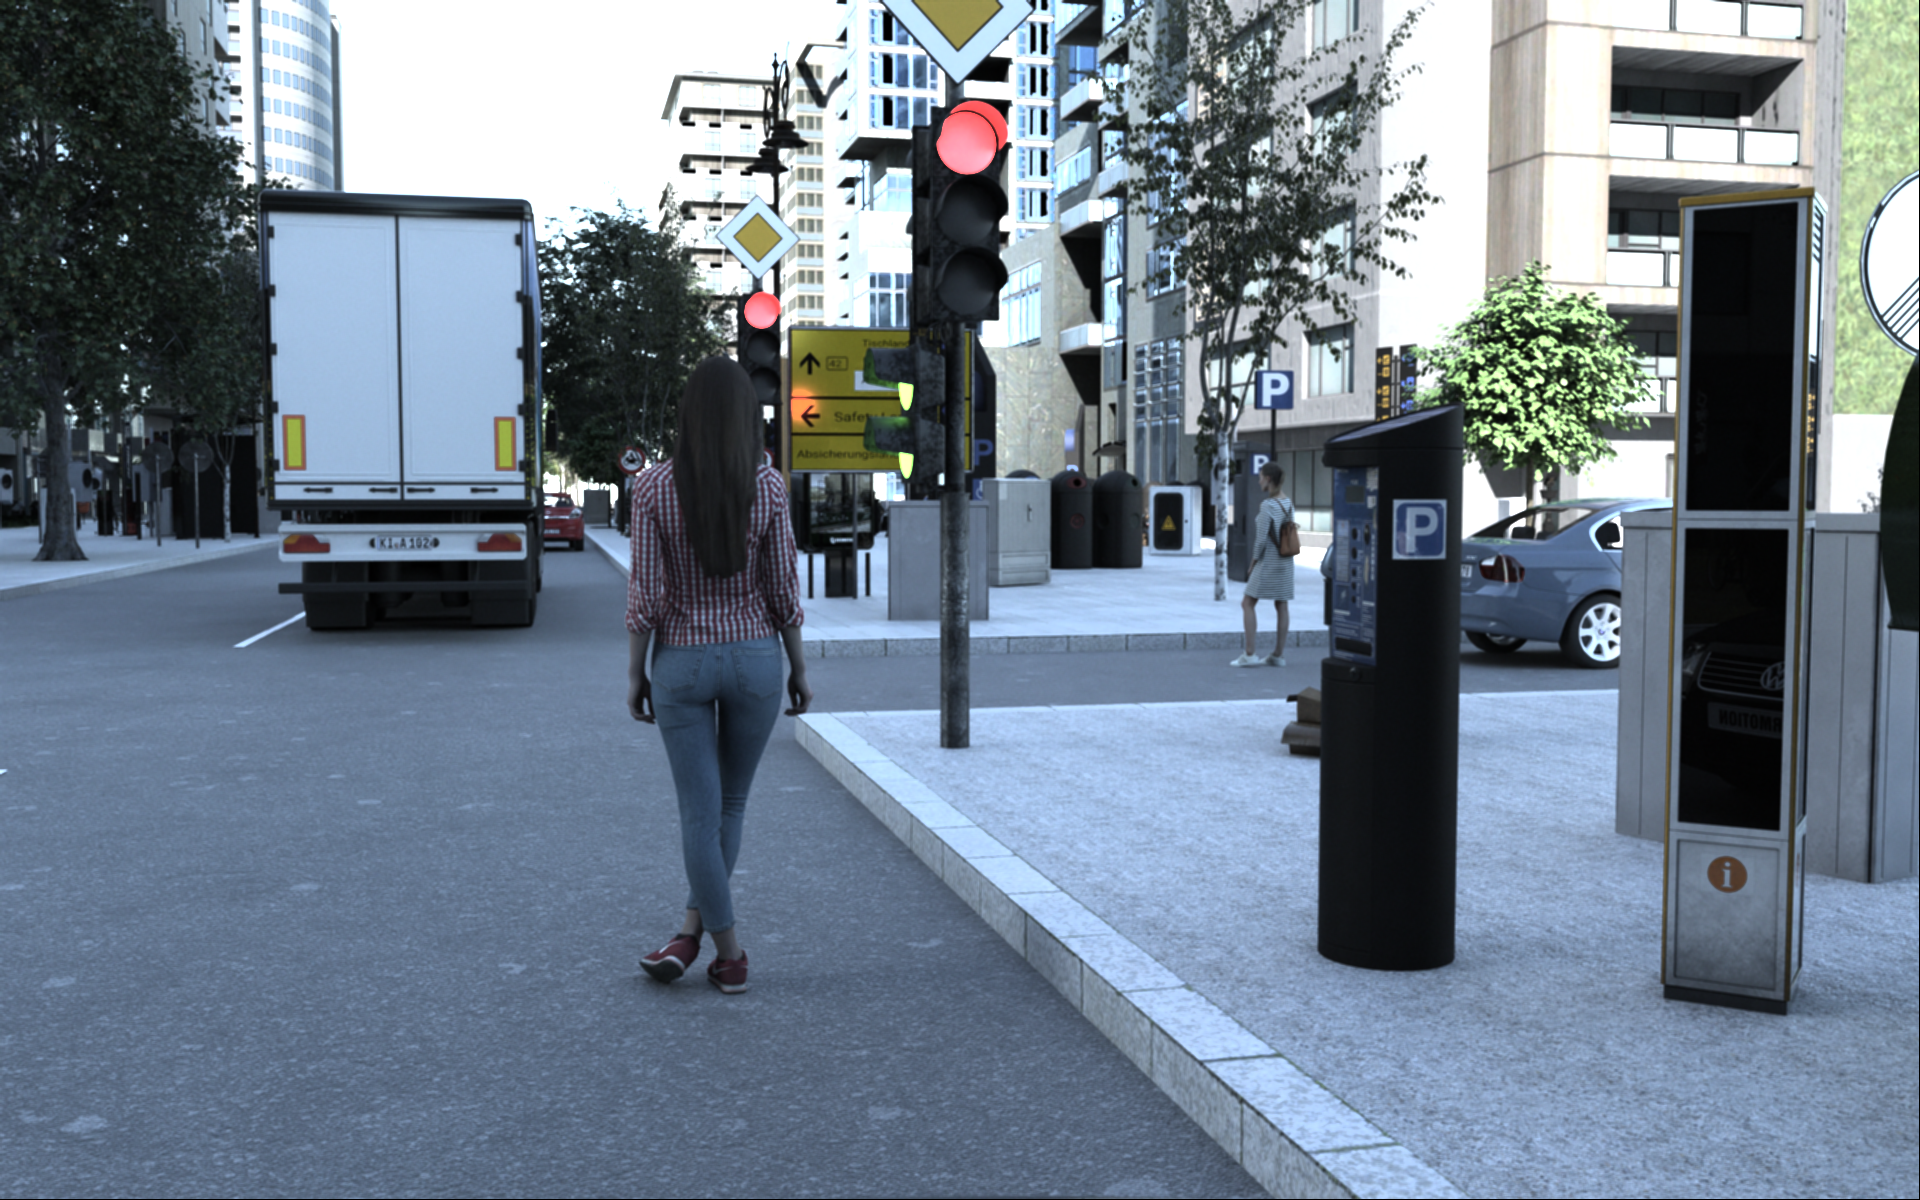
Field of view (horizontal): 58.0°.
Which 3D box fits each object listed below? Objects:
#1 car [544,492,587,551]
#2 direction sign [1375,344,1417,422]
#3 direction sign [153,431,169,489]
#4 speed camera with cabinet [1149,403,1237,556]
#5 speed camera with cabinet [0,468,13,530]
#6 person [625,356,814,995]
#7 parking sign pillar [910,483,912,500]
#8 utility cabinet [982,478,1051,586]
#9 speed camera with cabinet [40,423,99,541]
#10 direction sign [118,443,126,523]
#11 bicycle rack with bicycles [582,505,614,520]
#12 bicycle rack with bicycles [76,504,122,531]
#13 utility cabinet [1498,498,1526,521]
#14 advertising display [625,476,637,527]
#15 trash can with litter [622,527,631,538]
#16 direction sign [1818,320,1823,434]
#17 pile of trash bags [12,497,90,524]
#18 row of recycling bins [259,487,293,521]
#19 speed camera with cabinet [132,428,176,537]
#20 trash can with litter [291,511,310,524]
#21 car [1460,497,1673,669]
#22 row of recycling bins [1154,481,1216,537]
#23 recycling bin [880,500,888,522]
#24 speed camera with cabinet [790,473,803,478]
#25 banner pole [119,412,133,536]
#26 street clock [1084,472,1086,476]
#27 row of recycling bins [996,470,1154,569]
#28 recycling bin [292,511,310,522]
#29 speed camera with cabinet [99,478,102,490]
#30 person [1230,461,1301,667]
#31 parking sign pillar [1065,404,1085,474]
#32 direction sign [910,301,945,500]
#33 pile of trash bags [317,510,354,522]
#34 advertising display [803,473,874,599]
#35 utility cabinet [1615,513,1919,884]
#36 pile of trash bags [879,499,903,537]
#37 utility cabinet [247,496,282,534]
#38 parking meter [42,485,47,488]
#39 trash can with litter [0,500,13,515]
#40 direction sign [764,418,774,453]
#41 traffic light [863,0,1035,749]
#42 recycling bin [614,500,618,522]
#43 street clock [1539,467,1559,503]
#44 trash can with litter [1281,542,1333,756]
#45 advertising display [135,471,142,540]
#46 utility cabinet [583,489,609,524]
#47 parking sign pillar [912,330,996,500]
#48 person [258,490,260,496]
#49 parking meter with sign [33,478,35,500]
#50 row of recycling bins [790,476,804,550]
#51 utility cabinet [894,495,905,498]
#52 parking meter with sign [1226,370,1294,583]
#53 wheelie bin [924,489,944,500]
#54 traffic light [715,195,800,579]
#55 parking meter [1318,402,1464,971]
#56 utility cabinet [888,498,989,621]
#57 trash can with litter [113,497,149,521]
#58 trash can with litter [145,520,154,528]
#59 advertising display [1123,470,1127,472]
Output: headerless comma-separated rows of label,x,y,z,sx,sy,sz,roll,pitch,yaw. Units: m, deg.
car,-10.722,-2.185,44.761,2.155,1.783,4.494,-1,4,-15
direction sign,6.677,-2.117,26.610,0.379,3.537,0.876,-2,4,-28
direction sign,-28.911,-4.327,62.749,0.876,3.537,0.379,2,4,32
speed camera with cabinet,4.942,-2.534,35.768,2.038,3.252,0.660,2,4,29
speed camera with cabinet,-34.363,-4.087,61.160,0.660,3.252,2.038,0,4,7
person,-0.688,0.214,5.012,0.555,1.821,0.388,-2,4,-26
parking sign pillar,-1.411,-4.579,63.333,1.447,3.967,1.447,3,5,39
utility cabinet,0.809,-0.955,24.285,0.318,1.500,1.173,3,5,40
speed camera with cabinet,-24.714,-3.275,47.881,0.660,3.252,2.038,0,4,-3
direction sign,-37.545,-5.243,77.712,0.379,3.537,0.876,0,4,-6
bicycle rack with bicycles,-17.013,-4.336,84.281,2.925,0.926,2.852,-3,4,-37
bicycle rack with bicycles,-30.672,-2.910,60.965,2.852,0.926,2.925,-1,4,-15
utility cabinet,9.603,-1.162,30.160,0.306,1.237,1.020,0,4,6
advertising display,-11.858,-3.534,62.993,0.974,1.923,0.123,-1,4,-12
trash can with litter,-9.446,-2.443,51.322,1.055,1.170,0.624,-2,4,-32
direction sign,10.806,-1.864,22.472,0.876,3.537,0.379,-1,4,-21
pile of trash bags,-38.762,-3.897,73.461,3.447,1.369,1.912,-2,4,-25
row of recycling bins,-32.579,-4.677,83.589,1.069,1.692,3.534,0,4,8
speed camera with cabinet,-24.175,-3.547,52.335,0.660,3.252,2.038,0,4,6
trash can with litter,-28.345,-3.895,74.736,1.678,1.210,2.233,0,4,-3
car,6.275,-0.198,15.246,4.499,1.417,2.014,-1,4,-14
row of recycling bins,6.989,-2.832,53.413,1.069,1.692,3.534,-3,5,-42
recycling bin,-2.810,-3.552,70.627,0.722,1.027,0.722,-2,4,-28
speed camera with cabinet,-5.993,-4.275,64.240,0.660,3.252,2.038,0,4,2
banner pole,-25.430,-3.844,52.873,0.401,3.779,0.863,-3,5,-44
street clock,3.674,-2.985,53.379,0.358,2.002,0.471,2,4,35
row of recycling bins,1.466,-1.378,29.644,3.534,1.692,1.069,-2,4,-24
recycling bin,-30.664,-4.177,80.842,0.722,1.027,0.722,0,4,8
speed camera with cabinet,-39.166,-5.035,76.659,2.038,3.252,0.660,-3,5,-45
person,2.596,-0.300,14.410,0.522,1.701,0.512,3,5,41
parking sign pillar,3.415,-3.851,51.441,1.447,3.967,1.447,1,4,11
direction sign,-0.287,-1.704,19.862,0.379,3.537,0.876,-3,5,-41
pile of trash bags,-27.981,-4.177,78.046,1.912,1.369,3.447,-1,4,-21
advertising display,-1.500,-0.996,21.503,0.974,1.923,0.123,-3,4,-37
utility cabinet,2.859,0.306,6.162,0.306,1.237,1.020,-2,4,-31
pile of trash bags,-0.613,-2.550,51.445,3.447,1.369,1.912,3,5,40
utility cabinet,-22.444,-2.734,55.861,1.020,1.237,0.306,-2,4,-24
parking meter,-25.852,-2.494,49.186,0.372,1.533,0.369,0,3,0
trash can with litter,-39.183,-3.668,71.353,1.055,1.170,0.624,3,4,39
direction sign,-5.730,-3.664,51.899,0.379,3.537,0.876,-3,4,-37
traffic light,-0.045,-1.208,8.679,0.839,4.253,0.868,-1,4,-14
recycling bin,-15.323,-4.064,79.007,0.722,1.027,0.722,-2,4,-31
street clock,11.100,-1.718,32.662,0.358,2.002,0.471,0,4,0
trash can with litter,2.060,0.163,8.724,0.624,1.170,1.055,2,4,34
advertising display,-23.238,-2.677,48.983,0.123,1.923,0.974,-2,4,-26
utility cabinet,-15.530,-3.991,73.936,0.318,1.500,1.173,3,4,38
parking sign pillar,0.180,-2.361,27.070,1.447,3.967,1.447,-1,4,-16
person,-65.842,-9.426,162.625,0.705,1.823,1.348,-2,4,-30
parking meter with sign,-40.544,-4.974,77.586,1.738,3.016,0.543,-1,4,-23
row of recycling bins,-3.792,-2.060,40.786,1.069,1.692,3.534,1,4,16
utility cabinet,-2.723,-4.410,83.272,0.306,1.237,1.020,3,5,39
parking meter with sign,4.312,-1.778,25.324,0.543,3.016,1.738,-1,4,-8
wheelie bin,-0.725,-3.052,57.807,0.980,1.594,0.693,0,4,-1
traffic light,-1.931,-1.683,16.439,0.839,4.253,0.868,-1,4,-14
parking meter,1.188,0.221,4.790,0.372,1.533,0.369,0,3,0
utility cabinet,-0.222,-0.398,17.673,1.020,1.237,0.306,0,4,-2
trash can with litter,-39.218,-4.321,81.714,2.233,1.210,1.678,2,4,23
trash can with litter,-30.460,-3.331,65.855,1.055,1.170,0.624,0,4,0
advertising display,4.479,-2.586,47.490,0.123,1.923,0.974,1,4,10
